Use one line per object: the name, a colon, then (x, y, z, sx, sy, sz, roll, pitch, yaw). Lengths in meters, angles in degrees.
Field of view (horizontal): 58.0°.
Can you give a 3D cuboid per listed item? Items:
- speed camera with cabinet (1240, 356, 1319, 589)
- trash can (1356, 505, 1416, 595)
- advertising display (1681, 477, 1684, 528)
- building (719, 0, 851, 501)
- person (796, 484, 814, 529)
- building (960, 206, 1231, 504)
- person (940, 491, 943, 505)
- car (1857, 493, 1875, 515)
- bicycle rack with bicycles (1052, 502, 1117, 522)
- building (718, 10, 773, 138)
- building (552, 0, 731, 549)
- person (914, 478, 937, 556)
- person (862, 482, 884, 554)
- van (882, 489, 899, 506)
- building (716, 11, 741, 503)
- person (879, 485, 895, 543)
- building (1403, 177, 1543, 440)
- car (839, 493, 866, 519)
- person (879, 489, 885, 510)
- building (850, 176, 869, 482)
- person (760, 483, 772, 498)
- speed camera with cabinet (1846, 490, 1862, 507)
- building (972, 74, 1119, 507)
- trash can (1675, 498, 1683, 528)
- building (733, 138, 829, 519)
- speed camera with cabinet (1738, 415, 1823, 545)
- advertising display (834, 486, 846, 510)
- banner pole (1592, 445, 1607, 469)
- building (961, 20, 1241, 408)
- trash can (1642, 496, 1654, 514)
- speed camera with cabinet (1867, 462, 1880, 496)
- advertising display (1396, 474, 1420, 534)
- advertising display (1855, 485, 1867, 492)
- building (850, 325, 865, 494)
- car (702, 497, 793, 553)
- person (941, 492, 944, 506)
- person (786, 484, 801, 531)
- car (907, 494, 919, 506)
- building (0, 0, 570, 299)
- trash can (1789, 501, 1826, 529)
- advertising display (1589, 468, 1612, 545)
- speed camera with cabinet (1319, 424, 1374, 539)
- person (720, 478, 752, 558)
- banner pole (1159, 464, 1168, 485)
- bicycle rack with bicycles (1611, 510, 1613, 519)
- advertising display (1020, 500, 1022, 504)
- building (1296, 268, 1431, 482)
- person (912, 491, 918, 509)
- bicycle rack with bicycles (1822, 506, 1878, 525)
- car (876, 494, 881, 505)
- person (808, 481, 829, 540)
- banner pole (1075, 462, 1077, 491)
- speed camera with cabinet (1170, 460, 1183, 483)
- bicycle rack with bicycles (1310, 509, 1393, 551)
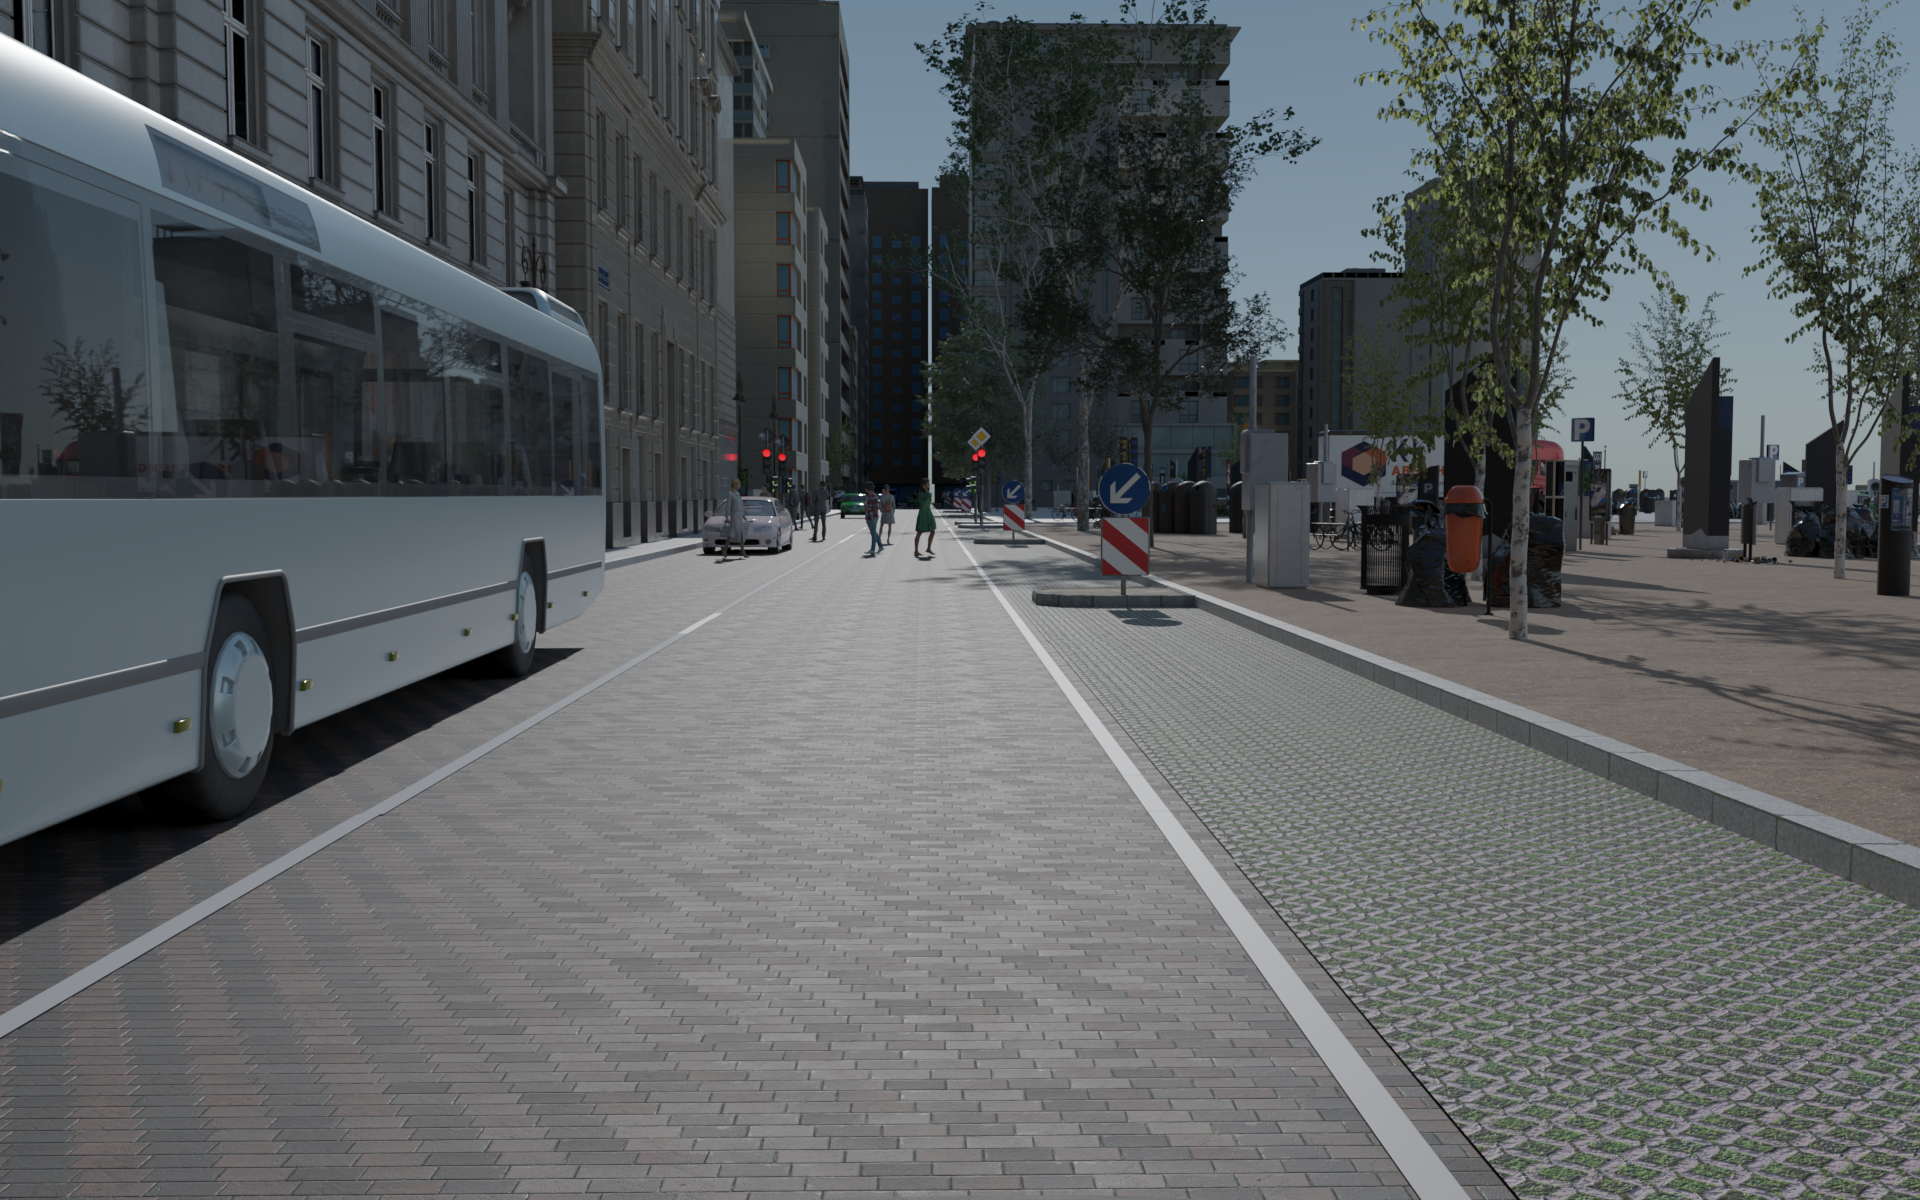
speed camera with cabinet: (4.404, -1.828, 24.217, 0.660, 3.252, 2.038, 0, 4, -1)
trash can: (5.446, -0.644, 22.189, 0.748, 1.137, 0.748, 0, 3, 0)
advertising display: (27.631, -3.671, 65.231, 0.974, 1.923, 0.123, 1, 4, 21)
building: (-21.601, -33.127, 165.332, 21.300, 48.544, 21.600, 0, 4, -1)
person: (-6.354, -3.804, 70.656, 0.622, 1.834, 0.822, -3, 4, -38)
building: (16.248, -32.243, 219.055, 32.217, 40.220, 23.993, 0, 4, -1)
person: (-2.154, -12.906, 219.647, 1.348, 1.807, 0.705, -3, 5, -44)
car: (40.162, -4.280, 78.767, 4.718, 1.807, 1.959, 0, 4, -2)
bicycle rack with bicycles: (6.140, -4.182, 81.761, 2.925, 0.926, 2.852, 2, 4, 33)
building: (-27.891, -27.124, 135.357, 32.217, 40.220, 23.993, 0, 4, -1)
building: (-13.935, -15.401, 49.067, 12.463, 27.353, 25.104, 0, 4, -1)
person: (-0.819, -1.929, 40.290, 0.529, 1.795, 0.600, 1, 4, 15)
person: (-2.083, -1.977, 41.655, 0.643, 1.720, 0.563, -1, 4, -18)
van: (-8.279, -12.255, 204.755, 2.240, 2.365, 5.245, 0, 4, -1)
building: (-18.005, -13.293, 66.484, 18.267, 20.994, 9.793, 0, 4, -1)
person: (-2.140, -2.518, 50.680, 0.512, 1.701, 0.522, -1, 4, -14)
building: (66.441, -33.175, 225.998, 14.086, 41.232, 14.154, 0, 4, -1)
car: (-6.211, -5.757, 102.921, 1.959, 1.807, 4.718, 0, 4, -3)
person: (-5.202, -6.685, 118.292, 0.782, 1.767, 0.515, 2, 4, 28)
building: (-18.868, -33.052, 224.000, 14.086, 41.232, 14.154, 0, 4, -1)
person: (-6.512, -2.956, 57.169, 0.599, 1.781, 0.374, 1, 4, 22)
speed camera with cabinet: (37.028, -4.852, 73.659, 2.038, 3.252, 0.660, 0, 4, 1)
building: (8.156, -29.896, 172.400, 14.154, 41.232, 14.086, 0, 4, -1)
trash can: (27.783, -3.350, 66.430, 0.748, 1.137, 0.748, 0, 3, 0)
building: (-22.142, -15.504, 98.537, 27.650, 21.520, 28.899, 0, 4, -1)
speed camera with cabinet: (20.762, -3.026, 43.806, 2.038, 3.252, 0.660, -1, 4, -11)
advertising display: (-9.859, -8.362, 141.940, 0.974, 1.923, 0.123, 0, 4, 3)
banner pole: (32.962, -6.066, 89.199, 0.863, 3.779, 0.401, 0, 4, 1)
building: (14.700, -36.924, 192.939, 28.713, 52.752, 27.495, 0, 4, -1)
trash can: (45.247, -6.253, 113.886, 0.748, 1.137, 0.748, 0, 3, 0)
speed camera with cabinet: (54.935, -6.797, 105.471, 2.038, 3.252, 0.660, 1, 4, 13)
advertising display: (14.353, -3.048, 55.046, 0.974, 1.923, 0.123, 0, 4, 5)
advertising display: (63.455, -7.132, 121.819, 0.974, 1.923, 0.123, 0, 4, -2)
building: (-24.897, -21.178, 191.297, 27.650, 21.520, 28.899, 0, 4, -1)
car: (-5.266, -1.893, 43.307, 2.083, 1.381, 4.827, 0, 4, 1)
person: (-1.985, -11.372, 195.364, 0.436, 1.711, 0.756, 0, 4, 6)
person: (-6.508, -3.614, 67.684, 0.679, 1.850, 0.850, 3, 5, 43)
car: (-5.545, -12.466, 212.609, 1.959, 1.807, 4.718, 0, 3, 0)
building: (-14.180, -11.186, 24.689, 13.314, 21.916, 24.055, 0, 4, -1)
trash can: (18.367, -1.586, 37.584, 0.748, 1.137, 0.748, 0, 3, 0)
advertising display: (16.203, -2.363, 43.853, 0.123, 1.923, 0.974, 0, 4, -5)
speed camera with cabinet: (10.888, -3.379, 49.581, 2.038, 3.252, 0.660, -2, 4, -27)
person: (-5.054, -1.839, 38.915, 0.624, 1.780, 0.694, 3, 4, 38)
banner pole: (16.877, -9.359, 143.036, 0.863, 3.779, 0.401, 1, 4, 15)
bicycle rack with bicycles: (30.111, -4.280, 83.364, 2.852, 0.926, 2.925, -3, 5, -40)
advertising display: (4.970, -8.338, 141.542, 0.123, 1.923, 0.974, 0, 4, -3)
building: (52.306, -27.769, 225.725, 14.107, 30.474, 14.160, 0, 4, -1)
person: (-4.206, -9.446, 163.765, 0.721, 1.723, 1.217, 2, 4, 33)
bicycle rack with bicycles: (26.953, -2.386, 52.392, 2.925, 0.926, 2.852, -1, 4, -13)
car: (-7.694, -9.365, 161.919, 1.959, 1.807, 4.718, 0, 4, -1)
person: (-4.431, -2.808, 54.222, 0.655, 1.846, 0.447, -2, 4, -32)
banner pole: (9.030, -8.797, 133.854, 0.401, 3.779, 0.863, 1, 4, 21)
speed camera with cabinet: (13.433, -6.579, 101.906, 2.038, 3.252, 0.660, 1, 4, 17)
bicycle rack with bicycles: (9.018, -1.618, 39.841, 2.852, 0.926, 2.925, -2, 4, -28)
